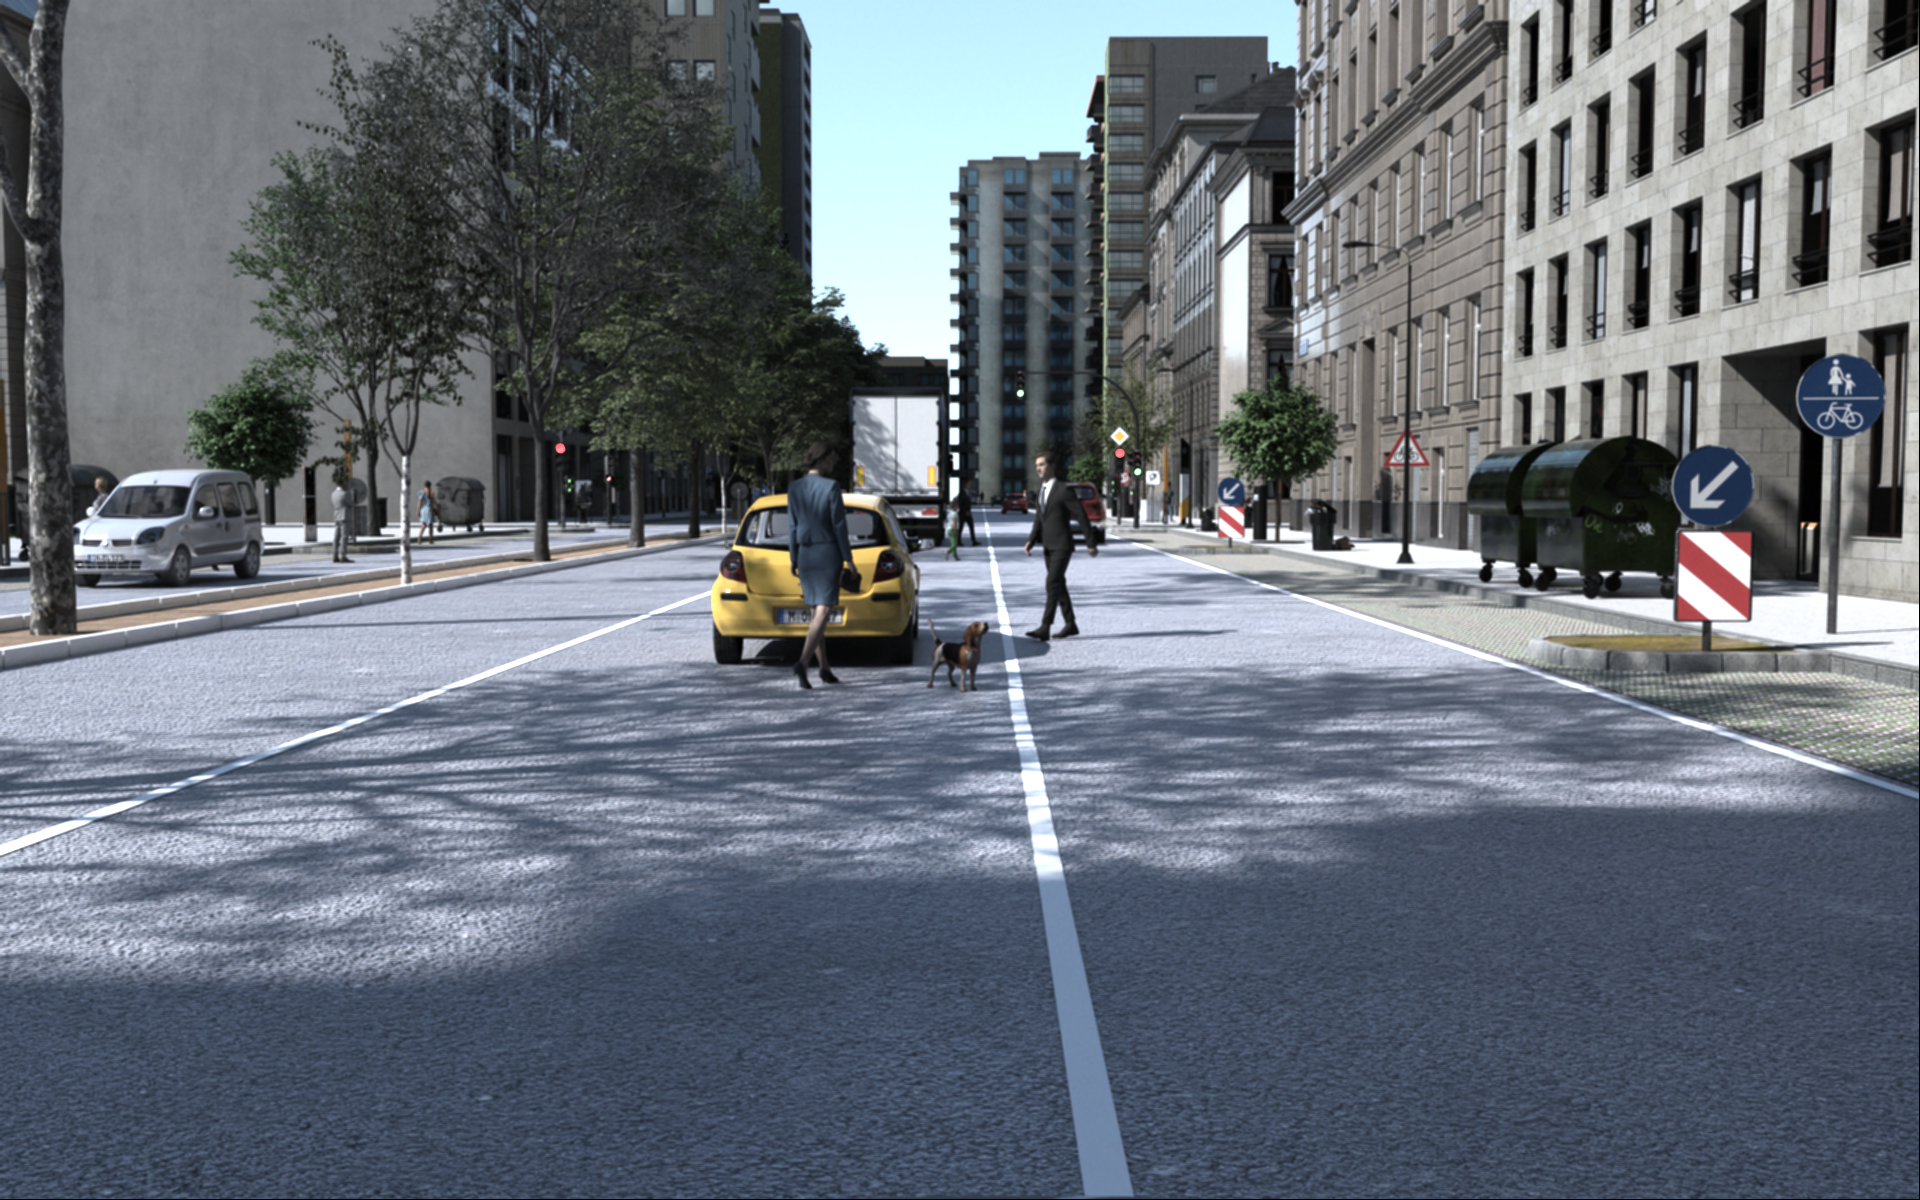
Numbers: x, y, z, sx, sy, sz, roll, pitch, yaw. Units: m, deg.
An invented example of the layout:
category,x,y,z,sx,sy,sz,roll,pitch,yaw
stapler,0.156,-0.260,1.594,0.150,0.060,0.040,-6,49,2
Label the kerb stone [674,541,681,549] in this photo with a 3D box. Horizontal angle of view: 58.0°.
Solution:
category,x,y,z,sx,sy,sz,roll,pitch,yaw
kerb stone,-7.546,-1.419,45.513,0.120,0.150,1.000,0,4,1

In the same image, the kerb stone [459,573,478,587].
category,x,y,z,sx,sy,sz,roll,pitch,yaw
kerb stone,-7.779,-0.292,27.073,0.120,0.150,1.000,0,4,1

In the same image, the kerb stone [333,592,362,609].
category,x,y,z,sx,sy,sz,roll,pitch,yaw
kerb stone,-7.841,0.019,21.930,0.120,0.150,1.000,0,4,1

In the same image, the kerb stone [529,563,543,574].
category,x,y,z,sx,sy,sz,roll,pitch,yaw
kerb stone,-7.732,-0.544,31.178,0.120,0.150,1.000,0,4,1

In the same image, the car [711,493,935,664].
category,x,y,z,sx,sy,sz,roll,pitch,yaw
car,-1.242,-0.356,16.050,2.015,1.641,3.980,0,4,0

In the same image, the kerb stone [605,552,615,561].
category,x,y,z,sx,sy,sz,roll,pitch,yaw
kerb stone,-7.652,-0.925,37.318,0.120,0.150,1.000,0,4,1

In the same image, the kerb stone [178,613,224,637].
category,x,y,z,sx,sy,sz,roll,pitch,yaw
kerb stone,-7.889,0.267,17.833,0.120,0.150,1.000,0,4,1

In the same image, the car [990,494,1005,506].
category,x,y,z,sx,sy,sz,roll,pitch,yaw
car,4.639,-11.850,205.548,2.131,1.459,4.920,0,4,2

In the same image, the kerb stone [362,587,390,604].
category,x,y,z,sx,sy,sz,roll,pitch,yaw
kerb stone,-7.815,-0.045,22.957,0.120,0.150,1.000,0,4,1

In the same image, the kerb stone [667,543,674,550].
category,x,y,z,sx,sy,sz,roll,pitch,yaw
kerb stone,-7.563,-1.364,44.491,0.120,0.150,1.000,0,4,1

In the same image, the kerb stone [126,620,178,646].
category,x,y,z,sx,sy,sz,roll,pitch,yaw
kerb stone,-7.902,0.330,16.804,0.120,0.150,1.000,0,4,1

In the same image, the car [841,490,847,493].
category,x,y,z,sx,sy,sz,roll,pitch,yaw
car,-10.671,-8.748,151.705,2.281,1.827,5.304,0,4,-1

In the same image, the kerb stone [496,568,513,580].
category,x,y,z,sx,sy,sz,roll,pitch,yaw
kerb stone,-7.755,-0.424,29.123,0.120,0.150,1.000,0,4,1

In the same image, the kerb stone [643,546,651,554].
category,x,y,z,sx,sy,sz,roll,pitch,yaw
kerb stone,-7.600,-1.171,41.412,0.120,0.150,1.000,0,4,1

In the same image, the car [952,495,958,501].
category,x,y,z,sx,sy,sz,roll,pitch,yaw
car,0.010,-12.076,210.023,1.945,1.354,3.894,0,4,-1

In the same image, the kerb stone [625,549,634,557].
category,x,y,z,sx,sy,sz,roll,pitch,yaw
kerb stone,-7.631,-1.050,39.362,0.120,0.150,1.000,0,4,1

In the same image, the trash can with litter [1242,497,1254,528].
category,x,y,z,sx,sy,sz,roll,pitch,yaw
trash can with litter,10.480,-3.268,64.825,1.055,1.170,0.624,1,4,19

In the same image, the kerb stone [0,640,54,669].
category,x,y,z,sx,sy,sz,roll,pitch,yaw
kerb stone,-7.923,0.455,14.760,0.120,0.150,1.000,0,4,1

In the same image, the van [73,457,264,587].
category,x,y,z,sx,sy,sz,roll,pitch,yaw
van,-12.839,-1.288,28.068,2.013,2.044,4.112,0,4,1

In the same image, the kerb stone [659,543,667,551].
category,x,y,z,sx,sy,sz,roll,pitch,yaw
kerb stone,-7.576,-1.298,43.469,0.120,0.150,1.000,0,4,1

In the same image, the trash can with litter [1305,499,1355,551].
category,x,y,z,sx,sy,sz,roll,pitch,yaw
trash can with litter,8.399,-1.707,39.292,1.055,1.170,0.624,-2,4,-25

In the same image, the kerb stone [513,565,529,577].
category,x,y,z,sx,sy,sz,roll,pitch,yaw
kerb stone,-7.738,-0.487,30.155,0.120,0.150,1.000,0,4,1

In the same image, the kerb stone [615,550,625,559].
category,x,y,z,sx,sy,sz,roll,pitch,yaw
kerb stone,-7.640,-0.987,38.340,0.120,0.150,1.000,0,4,1

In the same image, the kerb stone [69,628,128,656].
category,x,y,z,sx,sy,sz,roll,pitch,yaw
kerb stone,-7.910,0.392,15.782,0.120,0.150,1.000,0,4,1

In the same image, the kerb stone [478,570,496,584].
category,x,y,z,sx,sy,sz,roll,pitch,yaw
kerb stone,-7.766,-0.361,28.101,0.120,0.150,1.000,0,4,1

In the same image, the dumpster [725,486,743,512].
category,x,y,z,sx,sy,sz,roll,pitch,yaw
dumpster,-16.294,-7.286,124.879,1.264,1.857,1.865,0,4,1

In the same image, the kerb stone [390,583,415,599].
category,x,y,z,sx,sy,sz,roll,pitch,yaw
kerb stone,-7.815,-0.109,24.001,0.120,0.150,1.000,0,4,1

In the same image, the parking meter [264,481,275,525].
category,x,y,z,sx,sy,sz,roll,pitch,yaw
parking meter,-28.930,-4.091,72.591,0.399,1.863,0.255,2,4,33

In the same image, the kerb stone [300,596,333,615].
category,x,y,z,sx,sy,sz,roll,pitch,yaw
kerb stone,-7.846,0.079,20.903,0.120,0.150,1.000,0,4,1

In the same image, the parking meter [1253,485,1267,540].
category,x,y,z,sx,sy,sz,roll,pitch,yaw
parking meter,8.354,-2.433,48.185,0.372,1.533,0.369,0,3,0

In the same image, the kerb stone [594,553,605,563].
category,x,y,z,sx,sy,sz,roll,pitch,yaw
kerb stone,-7.666,-0.857,36.296,0.120,0.150,1.000,0,4,1

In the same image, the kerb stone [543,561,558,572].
category,x,y,z,sx,sy,sz,roll,pitch,yaw
kerb stone,-7.709,-0.612,32.199,0.120,0.150,1.000,0,4,1

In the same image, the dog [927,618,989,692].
category,x,y,z,sx,sy,sz,roll,pitch,yaw
dog,-0.022,0.401,12.727,0.540,0.507,0.406,1,4,12

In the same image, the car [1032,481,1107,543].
category,x,y,z,sx,sy,sz,roll,pitch,yaw
car,3.324,-2.675,52.412,2.281,1.827,5.304,0,4,3

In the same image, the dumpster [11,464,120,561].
category,x,y,z,sx,sy,sz,roll,pitch,yaw
dumpster,-17.328,-1.704,33.622,1.264,1.857,1.865,0,4,1

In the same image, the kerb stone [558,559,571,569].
category,x,y,z,sx,sy,sz,roll,pitch,yaw
kerb stone,-7.697,-0.674,33.221,0.120,0.150,1.000,0,4,1

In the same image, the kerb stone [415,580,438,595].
category,x,y,z,sx,sy,sz,roll,pitch,yaw
kerb stone,-7.802,-0.173,25.028,0.120,0.150,1.000,0,4,1

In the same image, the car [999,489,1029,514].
category,x,y,z,sx,sy,sz,roll,pitch,yaw
car,3.937,-7.122,125.476,2.155,1.783,4.494,0,4,-1

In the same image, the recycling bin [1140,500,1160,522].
category,x,y,z,sx,sy,sz,roll,pitch,yaw
recycling bin,8.691,-4.073,79.146,0.722,1.027,0.722,-1,4,-15

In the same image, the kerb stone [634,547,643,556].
category,x,y,z,sx,sy,sz,roll,pitch,yaw
kerb stone,-7.620,-1.111,40.385,0.120,0.150,1.000,0,4,1

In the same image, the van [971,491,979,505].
category,x,y,z,sx,sy,sz,roll,pitch,yaw
van,1.378,-13.003,219.608,2.013,2.044,4.112,0,4,1

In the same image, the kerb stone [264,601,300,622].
category,x,y,z,sx,sy,sz,roll,pitch,yaw
kerb stone,-7.869,0.142,19.881,0.120,0.150,1.000,0,4,1

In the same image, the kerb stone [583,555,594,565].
category,x,y,z,sx,sy,sz,roll,pitch,yaw
kerb stone,-7.682,-0.793,35.271,0.120,0.150,1.000,0,4,1

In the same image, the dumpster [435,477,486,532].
category,x,y,z,sx,sy,sz,roll,pitch,yaw
dumpster,-16.912,-3.232,58.608,1.264,1.857,1.865,0,4,1

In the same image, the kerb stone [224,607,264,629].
category,x,y,z,sx,sy,sz,roll,pitch,yaw
kerb stone,-7.876,0.204,18.859,0.120,0.150,1.000,0,4,1

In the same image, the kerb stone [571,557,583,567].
category,x,y,z,sx,sy,sz,roll,pitch,yaw
kerb stone,-7.685,-0.737,34.249,0.120,0.150,1.000,0,4,1

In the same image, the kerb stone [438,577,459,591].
category,x,y,z,sx,sy,sz,roll,pitch,yaw
kerb stone,-7.779,-0.232,26.051,0.120,0.150,1.000,0,4,1

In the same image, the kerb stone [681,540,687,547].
category,x,y,z,sx,sy,sz,roll,pitch,yaw
kerb stone,-7.536,-1.489,46.535,0.120,0.150,1.000,0,4,1

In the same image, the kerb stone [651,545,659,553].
category,x,y,z,sx,sy,sz,roll,pitch,yaw
kerb stone,-7.587,-1.238,42.439,0.120,0.150,1.000,0,4,1
